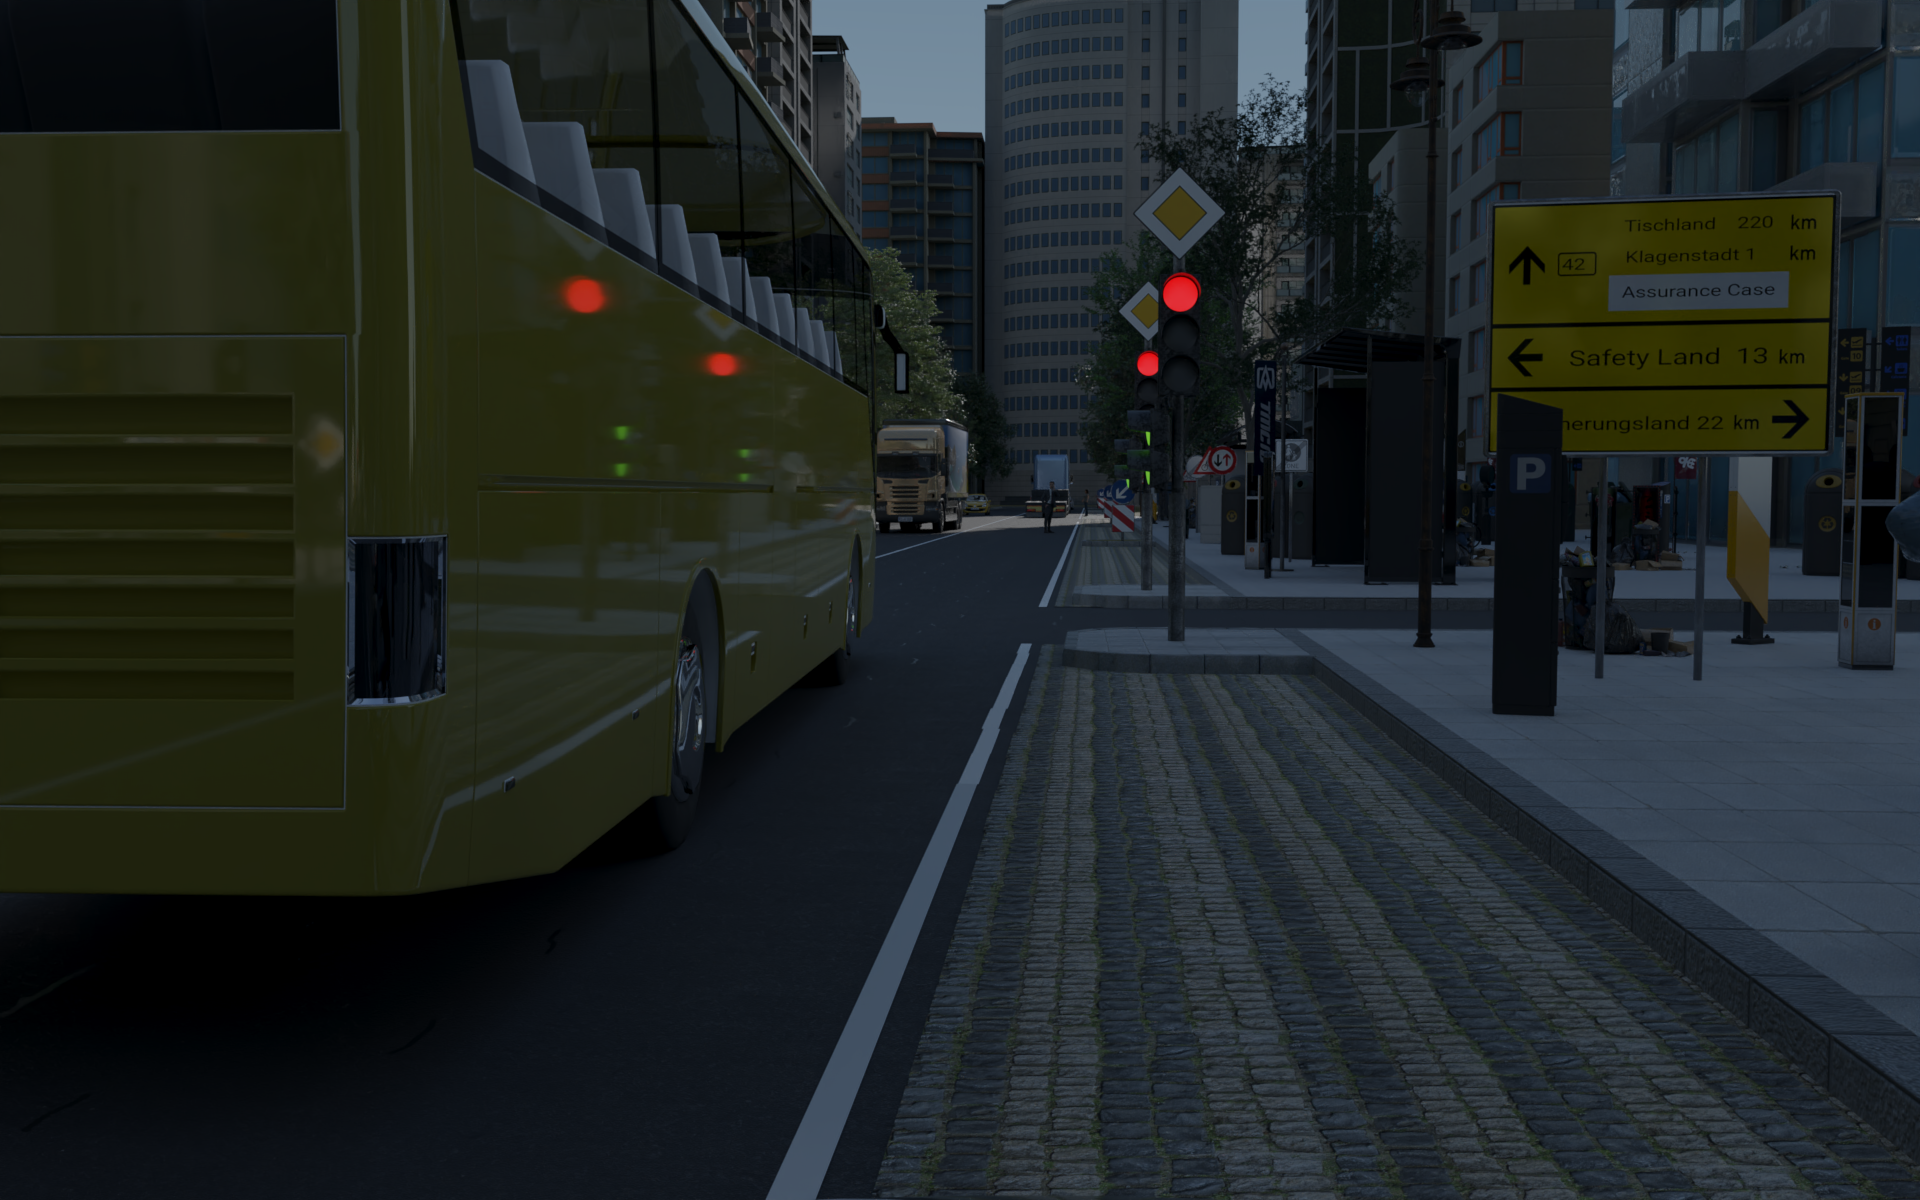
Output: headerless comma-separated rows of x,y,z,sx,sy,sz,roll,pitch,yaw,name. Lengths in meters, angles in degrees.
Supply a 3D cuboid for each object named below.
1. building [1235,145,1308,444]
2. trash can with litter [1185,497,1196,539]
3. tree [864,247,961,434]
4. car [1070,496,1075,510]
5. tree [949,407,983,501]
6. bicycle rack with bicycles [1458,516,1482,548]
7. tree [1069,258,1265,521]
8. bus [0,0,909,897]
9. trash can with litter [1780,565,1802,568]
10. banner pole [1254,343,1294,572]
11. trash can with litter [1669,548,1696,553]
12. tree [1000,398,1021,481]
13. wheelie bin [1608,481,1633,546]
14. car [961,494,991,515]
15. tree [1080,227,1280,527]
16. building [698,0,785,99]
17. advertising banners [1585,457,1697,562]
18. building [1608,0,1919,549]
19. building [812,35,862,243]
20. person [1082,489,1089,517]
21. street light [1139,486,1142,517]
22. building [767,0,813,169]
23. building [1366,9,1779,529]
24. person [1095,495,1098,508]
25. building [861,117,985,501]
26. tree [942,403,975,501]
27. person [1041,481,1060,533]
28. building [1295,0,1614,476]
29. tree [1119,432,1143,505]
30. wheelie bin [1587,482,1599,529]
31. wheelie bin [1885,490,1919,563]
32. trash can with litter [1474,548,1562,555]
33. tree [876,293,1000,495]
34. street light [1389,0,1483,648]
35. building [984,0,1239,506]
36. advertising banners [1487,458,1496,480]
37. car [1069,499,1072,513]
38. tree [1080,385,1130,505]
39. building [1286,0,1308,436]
38.329,-31.398,196.944,14.086,41.232,14.154,0,4,4,building
6.319,-2.316,49.251,0.624,1.170,1.055,1,4,10,trash can with litter
-3.857,-9.863,79.392,7.486,12.596,7.792,0,3,0,tree
9.339,-8.832,156.764,2.083,1.381,4.827,0,4,5,car
-0.295,-11.987,146.351,4.737,8.622,4.395,0,3,0,tree
10.769,-1.673,40.732,2.925,0.926,2.852,0,4,6,bicycle rack with bicycles
9.843,-10.163,83.177,9.611,12.733,9.660,0,3,0,tree
-2.164,-1.117,9.810,2.896,3.916,12.252,0,4,2,bus
15.286,-1.136,29.633,2.233,1.210,1.678,2,4,28,trash can with litter
5.161,-2.360,28.611,0.863,3.779,0.401,-2,4,-30,banner pole
15.446,-1.687,38.640,1.678,1.210,2.233,1,4,17,trash can with litter
0.895,-14.693,157.240,9.611,12.733,9.660,0,3,0,tree
16.246,-2.123,42.619,0.693,1.594,0.980,2,4,26,wheelie bin
1.132,-6.558,117.449,2.015,1.641,3.980,0,4,4,car
8.381,-8.607,66.481,9.928,11.665,9.643,0,3,0,tree
-23.766,-28.151,114.896,22.147,44.769,28.867,0,4,4,building
12.434,-2.155,31.428,2.074,3.025,0.090,0,4,4,advertising banners
32.640,-25.925,43.489,30.456,49.044,23.786,0,4,4,building
-16.315,-29.011,157.928,14.086,41.232,14.154,0,4,4,building
7.919,-6.139,109.586,0.721,1.735,1.217,-1,4,-11,person
10.165,-7.609,97.197,0.468,5.910,1.993,0,4,4,street light
-20.469,-42.835,138.605,20.563,71.187,20.611,0,4,4,building
34.108,-14.108,75.705,27.650,21.520,28.899,0,4,4,building
13.282,-9.580,165.851,1.217,1.743,0.721,1,4,22,person
-11.298,-33.616,204.244,28.867,44.769,22.147,0,4,4,building
-0.565,-11.220,133.813,4.360,8.622,3.978,0,3,0,tree
3.341,-3.422,63.816,0.648,1.900,0.474,-3,4,-36,person
33.188,-41.619,118.726,20.563,71.187,20.611,0,4,4,building
15.638,-12.645,157.100,4.360,8.622,3.978,0,3,0,tree
16.490,-2.228,44.344,0.980,1.594,0.693,-2,4,-33,wheelie bin
2.979,0.204,4.573,0.980,1.594,0.693,1,4,22,wheelie bin
11.421,-1.530,36.072,2.233,1.210,1.678,2,4,26,trash can with litter
-3.685,-11.037,97.461,9.611,12.733,9.660,0,3,0,tree
3.897,-2.543,14.363,0.468,5.910,1.993,0,4,4,street light
17.132,-40.324,201.297,28.212,58.520,21.231,0,4,4,building
18.287,-3.960,60.939,0.090,3.025,2.074,-1,4,-11,advertising banners
7.416,-7.352,129.988,2.009,1.686,4.222,0,4,6,car
13.934,-13.879,145.051,7.486,12.596,7.792,0,3,0,tree
37.358,-50.832,143.776,22.319,86.520,31.000,0,4,4,building
